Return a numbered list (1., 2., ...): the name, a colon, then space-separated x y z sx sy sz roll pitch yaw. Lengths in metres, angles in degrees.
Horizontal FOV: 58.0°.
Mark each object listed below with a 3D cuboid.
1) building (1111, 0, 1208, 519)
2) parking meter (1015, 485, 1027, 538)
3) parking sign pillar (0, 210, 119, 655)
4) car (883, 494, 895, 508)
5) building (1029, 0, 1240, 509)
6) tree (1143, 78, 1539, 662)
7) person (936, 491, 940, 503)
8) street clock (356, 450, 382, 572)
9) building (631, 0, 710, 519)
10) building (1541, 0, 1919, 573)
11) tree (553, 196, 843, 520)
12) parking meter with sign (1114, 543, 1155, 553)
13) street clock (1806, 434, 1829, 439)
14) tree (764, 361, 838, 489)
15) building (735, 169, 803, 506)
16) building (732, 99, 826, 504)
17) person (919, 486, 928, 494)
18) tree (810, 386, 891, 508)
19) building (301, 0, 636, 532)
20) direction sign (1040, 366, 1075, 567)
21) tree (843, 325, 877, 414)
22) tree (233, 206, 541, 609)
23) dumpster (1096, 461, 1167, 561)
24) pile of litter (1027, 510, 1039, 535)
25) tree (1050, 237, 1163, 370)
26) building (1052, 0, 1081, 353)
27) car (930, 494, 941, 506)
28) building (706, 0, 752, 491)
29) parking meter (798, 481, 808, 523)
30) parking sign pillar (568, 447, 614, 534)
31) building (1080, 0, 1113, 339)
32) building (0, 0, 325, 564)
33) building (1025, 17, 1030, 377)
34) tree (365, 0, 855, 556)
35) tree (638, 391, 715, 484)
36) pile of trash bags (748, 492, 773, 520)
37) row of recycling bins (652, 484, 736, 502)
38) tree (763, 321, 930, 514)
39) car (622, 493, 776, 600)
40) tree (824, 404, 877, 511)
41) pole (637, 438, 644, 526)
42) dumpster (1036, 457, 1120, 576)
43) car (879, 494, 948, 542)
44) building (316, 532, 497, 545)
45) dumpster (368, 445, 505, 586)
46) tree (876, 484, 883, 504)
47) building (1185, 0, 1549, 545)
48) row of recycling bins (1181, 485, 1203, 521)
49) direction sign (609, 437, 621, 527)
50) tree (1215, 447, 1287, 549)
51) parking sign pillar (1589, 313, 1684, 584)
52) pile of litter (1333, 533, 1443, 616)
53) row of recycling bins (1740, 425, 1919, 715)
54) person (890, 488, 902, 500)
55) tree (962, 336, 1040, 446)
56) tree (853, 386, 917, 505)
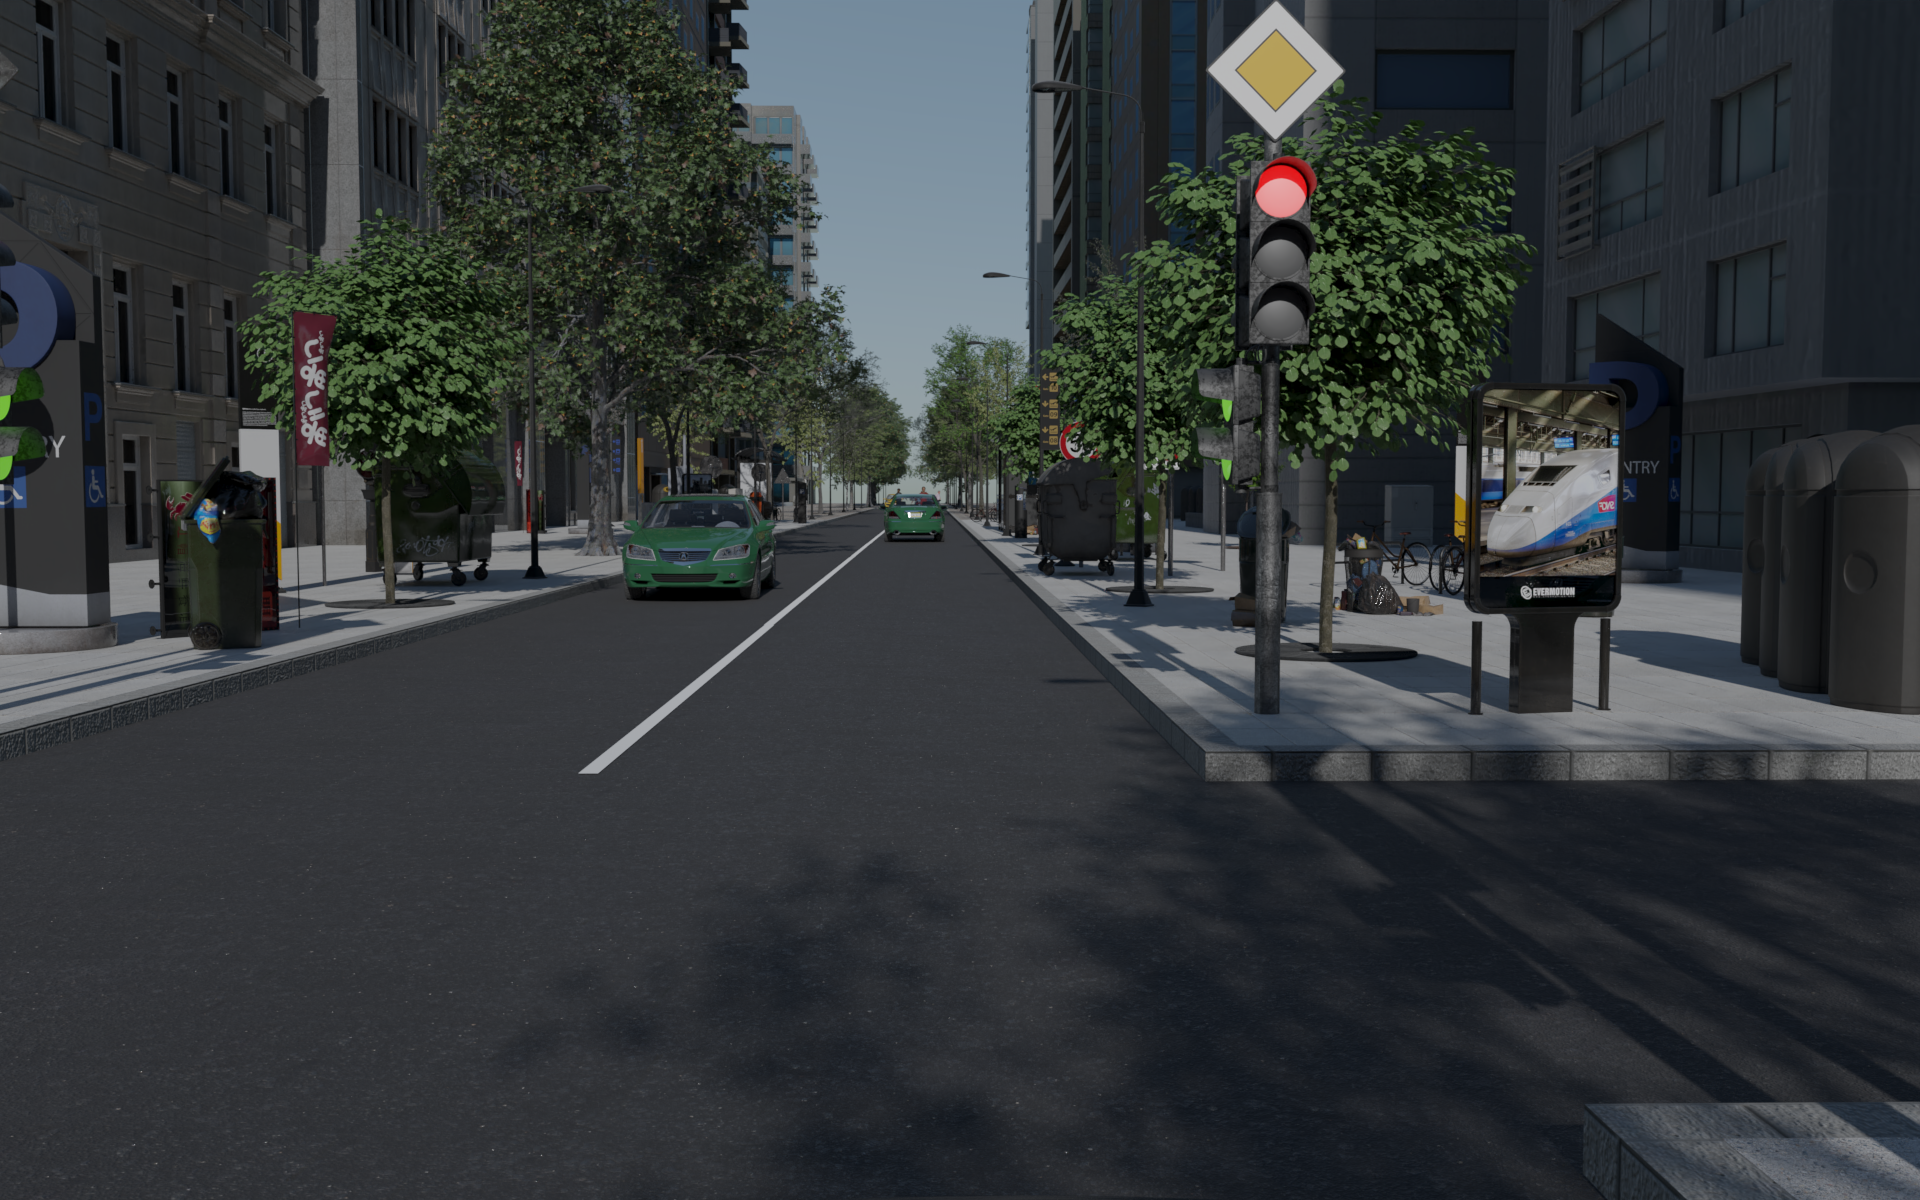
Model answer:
1. building: 16.067 -27.275 96.054 14.600 45.320 14.200 0 4 -1
2. parking meter: 1.774 -2.566 50.363 0.372 1.533 0.369 0 3 0
3. parking sign pillar: -7.832 -1.583 14.348 1.447 3.967 1.447 0 4 -1
4. car: -6.542 -9.850 171.278 2.015 1.641 3.980 0 4 0
5. building: 18.422 -40.144 198.355 21.231 58.520 28.212 0 4 -1
6. tree: 2.867 -1.835 13.722 4.285 4.588 4.351 0 3 0
7. person: -1.693 -7.801 136.984 0.436 1.711 0.756 3 5 39
8. street clock: -9.646 -1.460 28.434 0.471 2.002 0.358 1 4 17
9. building: -23.247 -27.866 105.723 14.600 45.320 14.200 0 4 -1
10. building: 18.652 -21.003 26.996 14.086 41.232 14.154 0 4 -1
11. tree: -8.079 -7.037 49.470 8.767 10.594 7.601 0 3 0
12. parking meter with sign: 3.710 -2.580 38.436 0.543 3.016 1.738 -2 4 -32
13. street clock: 10.405 -1.002 20.955 0.471 2.002 0.358 3 5 45
14. tree: -8.349 -8.663 92.002 4.737 8.622 4.395 0 3 0
15. building: -33.653 -30.324 187.679 32.217 40.220 23.993 0 4 -1
16. building: -29.118 -36.445 215.487 23.786 49.044 30.456 0 4 -1
17. person: -1.890 -4.997 90.144 1.348 1.831 0.705 0 4 -4
18. tree: -10.021 -14.657 157.767 7.486 12.596 7.792 0 3 0
19. building: -21.364 -15.545 72.185 12.078 24.808 19.932 0 4 -1
20. direction sign: 1.862 -2.369 30.724 0.876 3.537 0.379 0 4 -3
21. tree: -7.176 -8.050 66.030 8.767 10.594 7.601 0 4 7
22. tree: -6.526 -2.217 19.955 4.285 4.588 4.351 0 3 0
23. dumpster: 3.334 -1.924 33.955 1.502 2.255 1.985 0 4 -1
24. pile of litter: 2.518 -2.488 54.638 1.719 0.858 1.176 0 4 -3
25. tree: 4.628 -5.998 48.434 4.360 8.622 3.978 0 3 0
26. building: 18.997 -31.714 142.233 21.300 48.544 21.600 0 4 -1
27. car: -2.362 -6.846 123.929 2.014 1.417 4.499 0 4 0
28. building: -27.297 -28.937 127.752 22.147 44.769 28.867 0 4 -1
29. parking meter: -6.869 -4.278 75.648 0.399 1.863 0.255 0 4 1
30. parking sign pillar: -11.915 -4.119 55.814 1.447 3.967 1.447 1 4 9
31. building: 15.510 -26.972 124.583 14.154 41.232 14.086 0 4 -1
32. building: -21.308 -14.218 29.731 12.463 27.353 25.104 0 4 -1
33. building: 17.523 -55.940 227.292 22.319 86.520 31.000 0 4 -1
34. tree: -7.457 -7.274 35.936 9.611 12.733 9.660 0 3 0
35. tree: -12.373 -7.684 75.995 4.737 8.622 4.395 0 3 0
36. pile of trash bags: -7.712 -3.242 62.766 1.912 1.369 3.447 -1 4 -21
37. row of recycling bins: -11.071 -3.991 72.362 3.534 1.692 1.069 -1 4 -11
38. tree: -9.086 -12.312 111.669 12.009 13.543 11.850 0 3 0
39. car: -3.687 -0.808 25.010 2.131 1.459 4.920 0 4 -2
40. tree: -8.372 -10.952 129.434 4.360 8.622 3.978 0 3 0
41. pole: -11.656 -4.244 63.235 0.158 3.312 0.155 0 3 0
42. dumpster: 1.894 -1.349 27.809 1.264 1.857 1.865 0 4 -1
43. car: -1.419 -2.534 53.231 2.131 1.459 4.920 0 4 -2
44. building: -20.993 -14.329 52.294 12.078 24.808 19.932 0 4 -1
45. dumpster: -7.477 -1.361 24.745 1.502 2.255 1.985 0 4 -1
46. tree: -11.226 -14.346 229.153 1.663 3.219 1.824 0 3 0
47. building: 18.717 -31.421 55.728 21.231 58.520 28.212 0 4 -1
48. row of recycling bins: 11.419 -4.541 81.358 1.069 1.692 3.534 -1 4 -21
49. direction sign: -13.813 -4.666 68.285 0.876 3.537 0.379 0 4 -8
50. tree: 6.713 -2.797 40.340 1.663 3.219 1.824 0 3 0
51. parking sign pillar: 9.857 -2.257 25.381 1.447 3.967 1.447 -3 5 -42
52. pile of litter: 4.603 -0.306 18.971 1.176 0.858 1.719 0 4 -6
53. row of recycling bins: 5.995 -0.279 11.681 1.069 1.692 3.534 1 4 14
54. person: -4.578 -7.419 129.427 1.348 1.869 0.705 0 4 6
55. tree: 2.313 -8.032 81.680 4.737 8.622 4.395 0 3 0
56. tree: -10.318 -18.570 210.267 9.857 13.997 8.962 0 3 0
